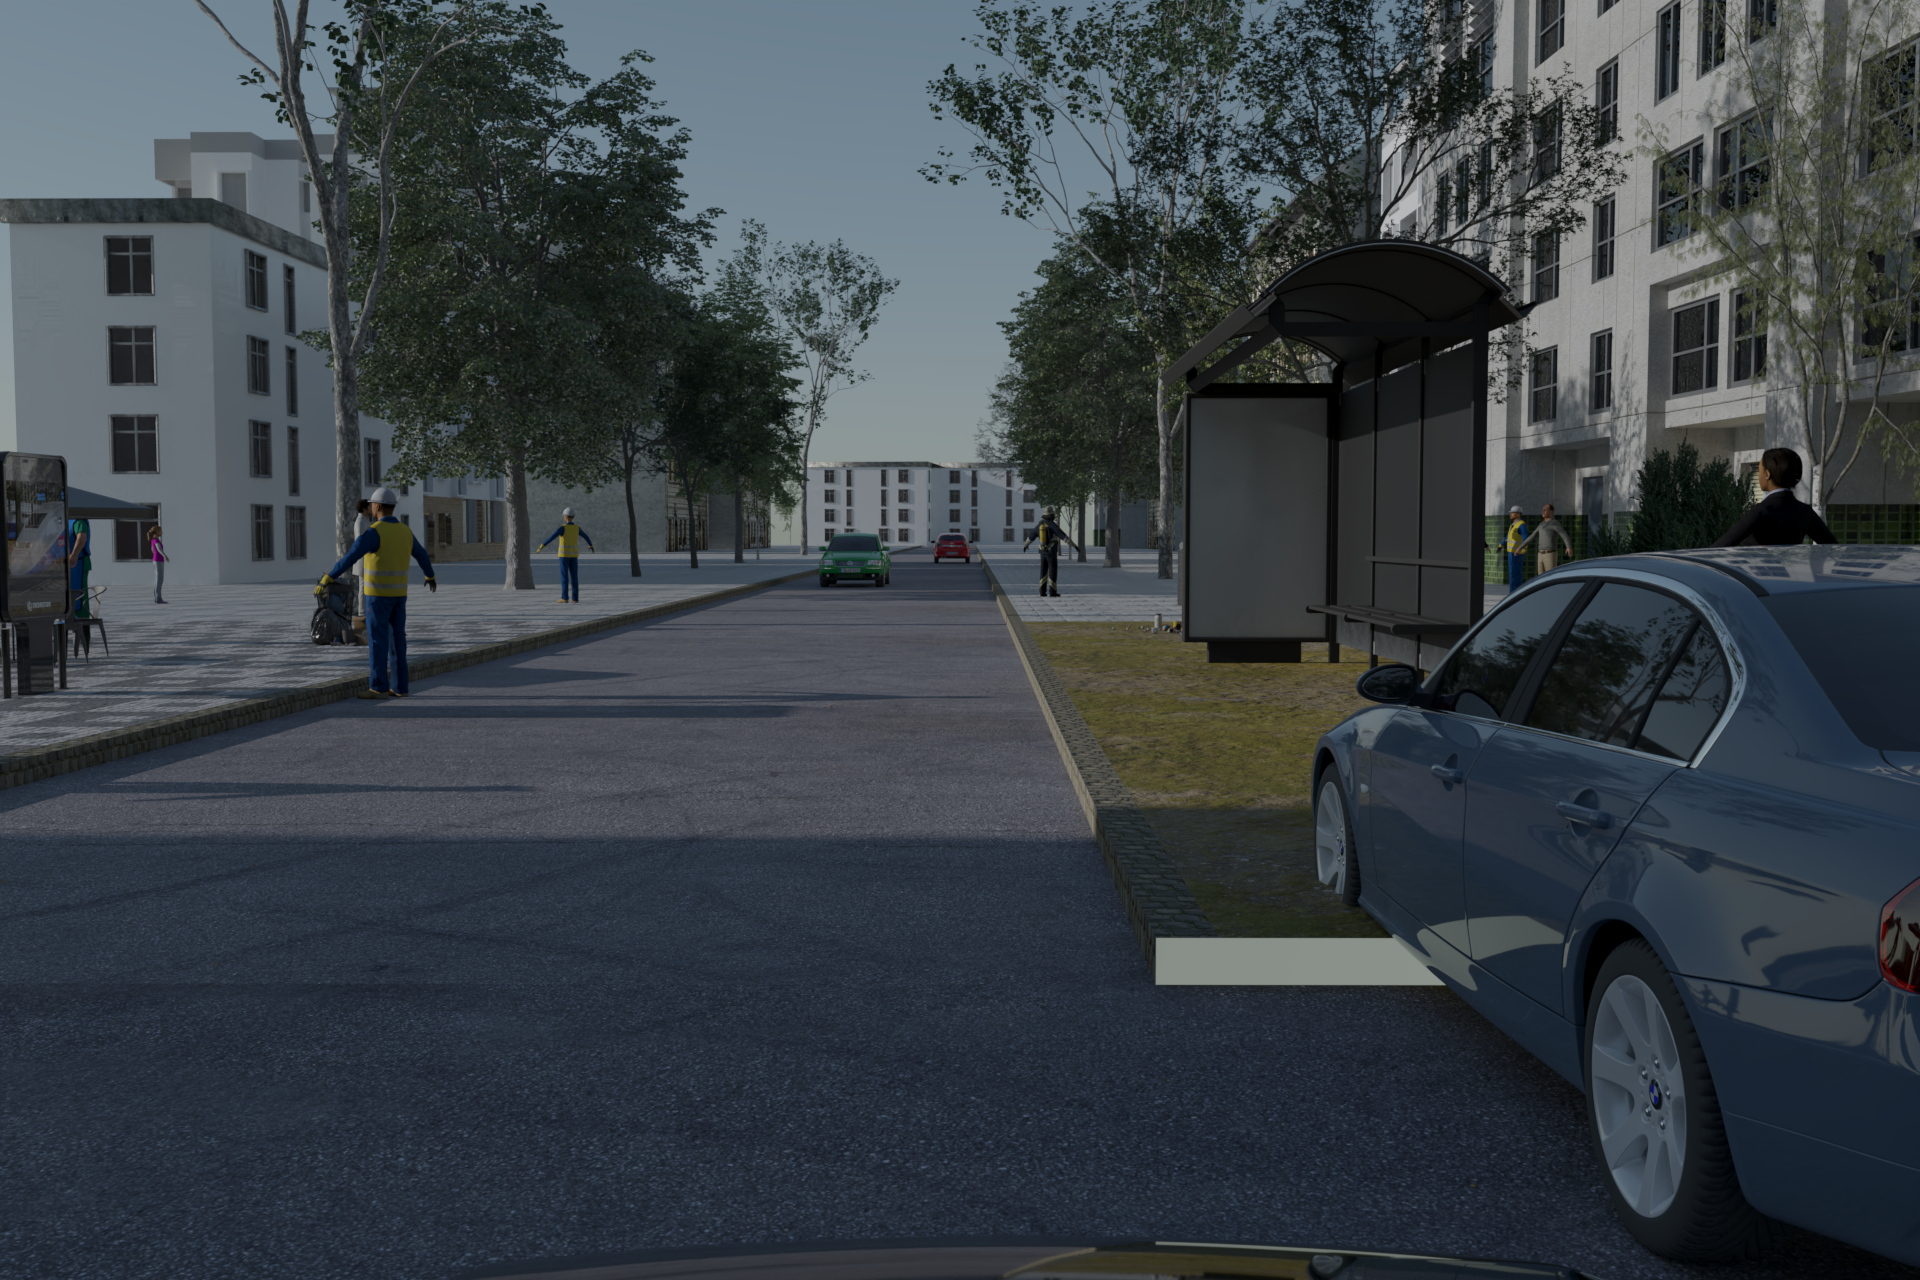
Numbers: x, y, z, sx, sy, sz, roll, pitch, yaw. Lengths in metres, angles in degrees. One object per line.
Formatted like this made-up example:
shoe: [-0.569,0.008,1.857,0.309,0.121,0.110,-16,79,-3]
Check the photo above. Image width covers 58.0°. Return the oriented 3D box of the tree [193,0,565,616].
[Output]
tree: [-10.509,-10.376,25.531,12.611,20.169,13.585,0,3,0]

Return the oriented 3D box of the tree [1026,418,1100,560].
tree: [5.352,-8.298,86.039,4.737,8.622,4.395,0,3,0]

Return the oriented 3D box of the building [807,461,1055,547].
building: [-3.180,-15.669,200.789,28.070,9.664,9.099,0,4,7]

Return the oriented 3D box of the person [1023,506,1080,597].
person: [1.830,-1.813,35.414,1.354,1.856,0.705,2,4,35]

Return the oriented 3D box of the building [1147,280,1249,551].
building: [25.249,-18.780,137.983,19.493,23.208,18.063,0,4,0]

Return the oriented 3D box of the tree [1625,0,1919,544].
tree: [9.854,-4.231,19.543,4.360,8.622,3.978,0,3,0]

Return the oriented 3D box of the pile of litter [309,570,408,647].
pile of litter: [-7.156,-0.404,20.577,1.176,0.858,1.719,0,4,1]

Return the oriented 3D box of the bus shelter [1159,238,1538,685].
bus shelter: [2.971,-1.269,14.665,2.014,3.302,5.546,0,4,1]

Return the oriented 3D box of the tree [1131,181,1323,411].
tree: [5.658,-5.254,36.259,4.737,8.622,4.395,0,3,0]

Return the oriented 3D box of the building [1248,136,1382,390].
building: [24.747,-15.474,83.921,19.493,23.208,18.063,0,3,0]

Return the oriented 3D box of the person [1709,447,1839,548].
person: [4.296,-0.157,9.294,1.216,1.740,0.721,-1,4,-20]

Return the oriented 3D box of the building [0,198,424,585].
building: [-23.004,-7.055,57.505,9.099,9.664,28.070,0,4,1]

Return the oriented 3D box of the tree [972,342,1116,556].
tree: [5.759,-11.691,101.509,12.009,13.543,11.850,0,3,0]

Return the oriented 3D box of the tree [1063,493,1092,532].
tree: [14.093,-15.328,200.974,4.360,8.622,3.978,0,3,0]

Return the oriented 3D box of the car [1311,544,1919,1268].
car: [2.200,0.445,4.720,2.014,1.417,4.499,0,4,-1]

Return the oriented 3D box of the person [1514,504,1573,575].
person: [10.114,-1.444,29.877,0.705,1.796,1.348,-2,4,-24]

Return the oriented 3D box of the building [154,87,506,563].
building: [-28.049,-13.359,74.839,16.016,20.090,11.380,0,4,0]

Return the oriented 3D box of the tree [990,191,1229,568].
tree: [5.922,-9.747,66.014,9.857,13.997,8.962,0,3,0]

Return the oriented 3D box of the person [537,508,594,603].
person: [-7.338,-1.581,32.321,1.216,1.772,0.721,-3,5,-45]

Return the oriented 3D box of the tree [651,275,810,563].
tree: [-10.185,-9.683,76.443,7.486,12.596,7.792,0,3,0]

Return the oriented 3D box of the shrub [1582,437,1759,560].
shrub: [5.512,-0.538,13.208,1.690,2.028,1.600,0,3,0]

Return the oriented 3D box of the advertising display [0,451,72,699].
advertising display: [-7.433,-0.530,13.878,0.123,1.923,0.974,0,4,0]

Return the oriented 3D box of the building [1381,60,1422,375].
building: [22.229,-13.034,69.522,16.016,20.090,11.380,0,3,0]

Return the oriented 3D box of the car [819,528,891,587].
car: [-2.899,-2.408,48.175,1.959,1.807,4.718,0,4,0]

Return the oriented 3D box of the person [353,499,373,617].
person: [-8.893,-1.212,26.003,0.705,1.806,1.347,-1,4,-14]

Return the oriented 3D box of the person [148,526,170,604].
person: [-14.702,-1.385,31.911,0.599,1.433,0.991,-2,4,-34]

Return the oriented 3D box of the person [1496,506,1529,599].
person: [10.819,-1.702,33.792,0.705,1.833,1.349,0,4,-4]

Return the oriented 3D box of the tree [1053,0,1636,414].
tree: [5.677,-5.667,27.066,8.767,10.594,7.601,0,4,-4]

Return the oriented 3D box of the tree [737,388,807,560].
tree: [-10.234,-8.265,85.498,4.360,8.622,3.978,0,3,0]

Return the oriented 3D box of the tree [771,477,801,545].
tree: [-20.223,-15.501,203.799,4.737,8.622,4.395,0,3,0]

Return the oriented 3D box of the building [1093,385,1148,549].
building: [22.525,-18.431,167.810,16.747,18.905,31.486,0,4,0]

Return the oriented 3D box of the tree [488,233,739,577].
tree: [-10.050,-7.175,51.723,7.601,10.594,8.767,0,4,5]

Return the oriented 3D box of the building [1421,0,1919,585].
building: [22.150,-10.372,36.047,16.747,18.905,31.486,0,3,0]

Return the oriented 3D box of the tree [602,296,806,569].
tree: [-9.967,-7.960,64.562,8.767,10.594,7.601,-1,4,-17]

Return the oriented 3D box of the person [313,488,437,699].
person: [-5.037,-0.410,15.136,0.705,1.833,1.349,2,4,28]

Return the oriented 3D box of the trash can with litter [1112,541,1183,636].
trash can with litter: [2.903,-0.698,22.476,1.678,1.210,2.233,0,4,-1]

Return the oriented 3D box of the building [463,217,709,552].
building: [-29.545,-18.238,129.119,19.493,23.208,18.063,0,4,1]

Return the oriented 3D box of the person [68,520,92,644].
person: [-10.392,-0.868,20.317,0.704,1.817,1.347,-2,4,-31]

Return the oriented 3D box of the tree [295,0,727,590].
tree: [-10.226,-8.135,39.661,9.857,13.997,8.962,0,3,0]

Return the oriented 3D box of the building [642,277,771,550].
building: [-26.785,-19.479,149.405,19.493,23.208,18.063,0,4,1]

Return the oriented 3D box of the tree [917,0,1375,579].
tree: [4.909,-11.738,47.807,12.611,20.169,13.585,0,3,0]

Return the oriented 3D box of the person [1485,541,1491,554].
person: [9.626,-1.676,33.595,1.347,1.806,0.705,0,4,4]

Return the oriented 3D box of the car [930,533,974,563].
car: [-0.396,-4.715,86.135,2.155,1.783,4.494,0,4,0]

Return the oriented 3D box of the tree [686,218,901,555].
tree: [-10.306,-15.209,104.564,12.611,20.169,13.585,0,3,0]

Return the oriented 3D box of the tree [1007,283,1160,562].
tree: [5.750,-9.758,77.668,7.486,12.596,7.792,0,3,0]
